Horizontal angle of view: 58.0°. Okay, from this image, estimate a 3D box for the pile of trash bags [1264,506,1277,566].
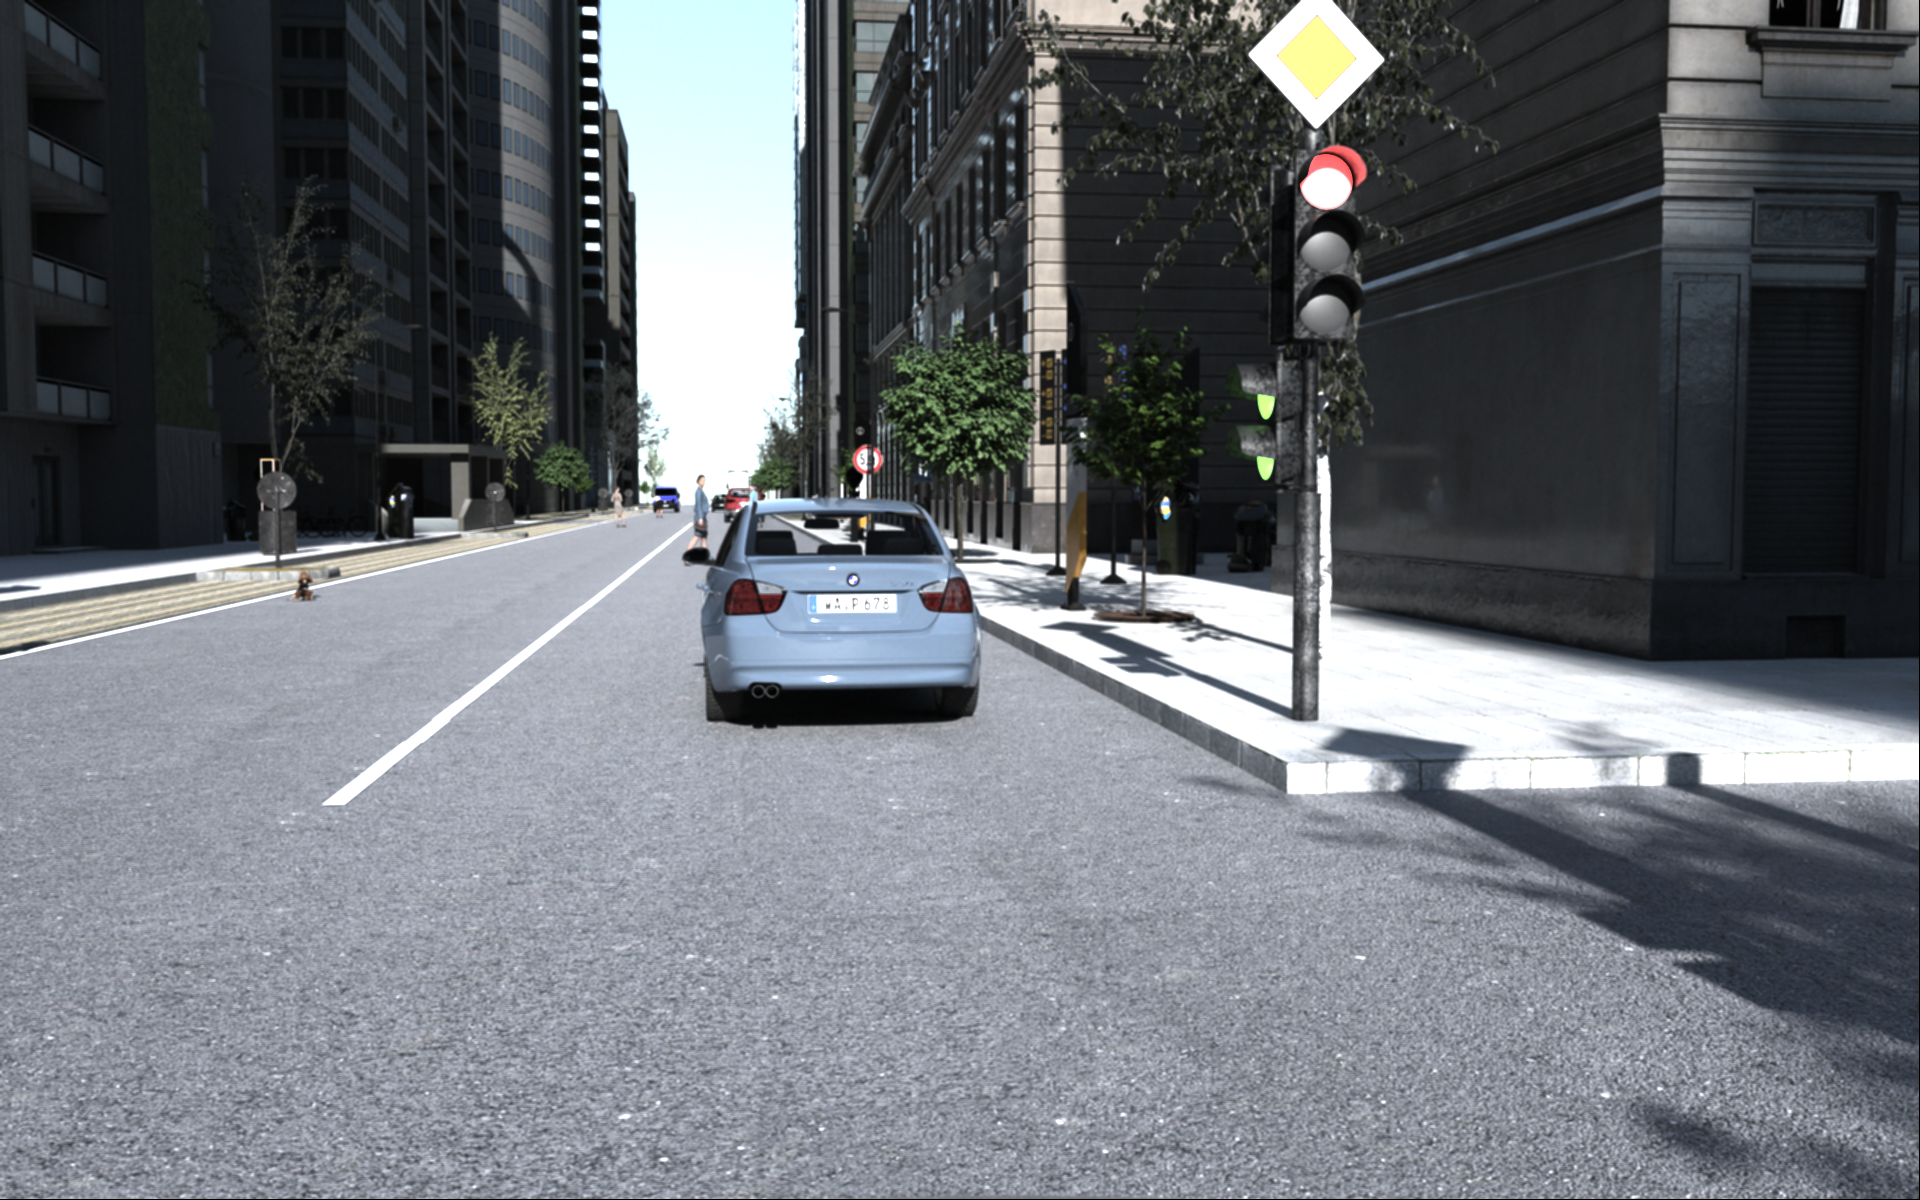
[{"bbox_3d":[7.075,-1.267,30.471,3.447,1.369,1.912,0,4,7],"label":"pile of trash bags"}]

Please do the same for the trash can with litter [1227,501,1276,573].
[{"bbox_3d":[4.792,-1.053,28.601,0.624,1.170,1.055,2,4,24],"label":"trash can with litter"}]

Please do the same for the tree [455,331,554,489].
[{"bbox_3d":[-20.856,-7.899,79.518,4.737,8.622,4.395,0,3,0],"label":"tree"}]

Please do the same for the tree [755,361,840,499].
[{"bbox_3d":[-8.679,-8.800,94.243,4.360,8.622,3.978,0,3,0],"label":"tree"}]

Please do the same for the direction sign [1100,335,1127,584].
[{"bbox_3d":[2.199,-2.002,24.723,0.379,3.537,0.876,2,4,27],"label":"direction sign"}]

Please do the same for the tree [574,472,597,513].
[{"bbox_3d":[-26.158,-7.637,119.466,1.663,3.219,1.824,0,3,0],"label":"tree"}]

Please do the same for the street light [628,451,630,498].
[{"bbox_3d":[-31.395,-11.895,167.024,1.470,5.913,1.316,0,4,-8],"label":"street light"}]

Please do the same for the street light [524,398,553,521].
[{"bbox_3d":[-20.392,-6.809,83.868,1.470,5.913,1.316,0,4,-8],"label":"street light"}]

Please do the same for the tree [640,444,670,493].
[{"bbox_3d":[-40.245,-16.992,228.176,4.737,8.622,4.395,0,3,0],"label":"tree"}]

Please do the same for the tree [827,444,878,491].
[{"bbox_3d":[-3.438,-3.958,59.316,1.663,3.219,1.824,0,3,0],"label":"tree"}]

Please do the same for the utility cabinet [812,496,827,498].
[{"bbox_3d":[-5.558,-3.508,68.511,0.306,1.237,1.020,1,4,13],"label":"utility cabinet"}]

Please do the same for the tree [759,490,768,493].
[{"bbox_3d":[-25.708,-14.003,223.547,1.663,3.219,1.824,0,3,0],"label":"tree"}]

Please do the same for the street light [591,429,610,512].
[{"bbox_3d":[-25.554,-9.210,123.132,1.470,5.913,1.316,0,4,-8],"label":"street light"}]

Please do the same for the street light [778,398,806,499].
[{"bbox_3d":[-8.053,-6.791,83.571,1.470,5.913,1.316,0,4,-8],"label":"street light"}]

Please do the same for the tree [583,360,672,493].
[{"bbox_3d":[-31.324,-15.098,157.220,12.009,13.543,11.850,0,3,0],"label":"tree"}]

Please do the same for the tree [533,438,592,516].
[{"bbox_3d":[-23.356,-7.237,102.031,4.285,4.588,4.351,0,3,0],"label":"tree"}]

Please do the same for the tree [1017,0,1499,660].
[{"bbox_3d":[2.567,-3.839,13.125,4.360,8.622,3.978,0,3,0],"label":"tree"}]

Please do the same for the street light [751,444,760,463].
[{"bbox_3d":[-18.275,-11.470,160.082,1.470,5.913,1.316,0,4,-8],"label":"street light"}]

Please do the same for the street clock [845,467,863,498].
[{"bbox_3d":[-2.820,-2.549,46.240,0.471,2.002,0.358,-1,4,-9],"label":"street clock"}]

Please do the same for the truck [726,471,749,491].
[{"bbox_3d":[-27.183,-13.654,212.154,2.839,4.237,11.283,0,4,-8],"label":"truck"}]

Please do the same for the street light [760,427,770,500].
[{"bbox_3d":[-12.894,-9.014,119.925,1.470,5.913,1.316,0,4,-8],"label":"street light"}]

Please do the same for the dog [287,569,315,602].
[{"bbox_3d":[-8.971,-0.199,23.454,0.550,0.427,0.748,1,4,20],"label":"dog"}]

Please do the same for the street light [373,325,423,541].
[{"bbox_3d":[-15.452,-4.593,47.629,1.470,5.913,1.316,0,4,-8],"label":"street light"}]

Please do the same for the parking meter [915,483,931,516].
[{"bbox_3d":[-0.839,-1.876,39.079,0.372,1.533,0.369,0,3,0],"label":"parking meter"}]

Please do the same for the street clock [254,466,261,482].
[{"bbox_3d":[-17.477,-2.386,43.587,0.471,2.002,0.358,0,4,-2],"label":"street clock"}]

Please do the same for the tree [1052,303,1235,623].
[{"bbox_3d":[1.870,-1.417,17.776,1.663,3.219,1.824,0,3,0],"label":"tree"}]

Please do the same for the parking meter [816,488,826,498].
[{"bbox_3d":[-5.412,-3.603,67.313,0.372,1.533,0.369,0,3,0],"label":"parking meter"}]

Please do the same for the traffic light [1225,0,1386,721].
[{"bbox_3d":[1.942,-1.272,9.726,0.839,4.253,0.868,0,4,-8],"label":"traffic light"}]

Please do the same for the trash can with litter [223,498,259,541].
[{"bbox_3d":[-19.511,-2.190,47.200,1.055,1.170,0.624,-3,5,-40],"label":"trash can with litter"}]

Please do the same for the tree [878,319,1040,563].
[{"bbox_3d":[0.036,-2.996,32.704,4.285,4.588,4.351,0,3,0],"label":"tree"}]

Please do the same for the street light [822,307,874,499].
[{"bbox_3d":[-2.736,-4.325,43.263,1.470,5.913,1.316,0,4,-8],"label":"street light"}]

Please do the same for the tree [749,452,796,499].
[{"bbox_3d":[-14.366,-9.361,136.769,4.285,4.588,4.351,0,3,0],"label":"tree"}]

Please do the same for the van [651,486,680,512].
[{"bbox_3d":[-23.218,-8.113,137.034,2.240,2.365,5.245,0,4,-7],"label":"van"}]

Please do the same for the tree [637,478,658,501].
[{"bbox_3d":[-36.809,-12.734,202.807,1.663,3.219,1.824,0,3,0],"label":"tree"}]

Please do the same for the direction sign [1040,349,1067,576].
[{"bbox_3d":[1.545,-2.157,27.260,0.379,3.537,0.876,-3,4,-37],"label":"direction sign"}]

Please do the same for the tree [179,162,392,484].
[{"bbox_3d":[-15.387,-5.454,39.543,4.360,8.622,3.978,0,3,0],"label":"tree"}]

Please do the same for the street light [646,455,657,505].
[{"bbox_3d":[-36.783,-14.326,206.763,1.470,5.913,1.316,0,4,-8],"label":"street light"}]
